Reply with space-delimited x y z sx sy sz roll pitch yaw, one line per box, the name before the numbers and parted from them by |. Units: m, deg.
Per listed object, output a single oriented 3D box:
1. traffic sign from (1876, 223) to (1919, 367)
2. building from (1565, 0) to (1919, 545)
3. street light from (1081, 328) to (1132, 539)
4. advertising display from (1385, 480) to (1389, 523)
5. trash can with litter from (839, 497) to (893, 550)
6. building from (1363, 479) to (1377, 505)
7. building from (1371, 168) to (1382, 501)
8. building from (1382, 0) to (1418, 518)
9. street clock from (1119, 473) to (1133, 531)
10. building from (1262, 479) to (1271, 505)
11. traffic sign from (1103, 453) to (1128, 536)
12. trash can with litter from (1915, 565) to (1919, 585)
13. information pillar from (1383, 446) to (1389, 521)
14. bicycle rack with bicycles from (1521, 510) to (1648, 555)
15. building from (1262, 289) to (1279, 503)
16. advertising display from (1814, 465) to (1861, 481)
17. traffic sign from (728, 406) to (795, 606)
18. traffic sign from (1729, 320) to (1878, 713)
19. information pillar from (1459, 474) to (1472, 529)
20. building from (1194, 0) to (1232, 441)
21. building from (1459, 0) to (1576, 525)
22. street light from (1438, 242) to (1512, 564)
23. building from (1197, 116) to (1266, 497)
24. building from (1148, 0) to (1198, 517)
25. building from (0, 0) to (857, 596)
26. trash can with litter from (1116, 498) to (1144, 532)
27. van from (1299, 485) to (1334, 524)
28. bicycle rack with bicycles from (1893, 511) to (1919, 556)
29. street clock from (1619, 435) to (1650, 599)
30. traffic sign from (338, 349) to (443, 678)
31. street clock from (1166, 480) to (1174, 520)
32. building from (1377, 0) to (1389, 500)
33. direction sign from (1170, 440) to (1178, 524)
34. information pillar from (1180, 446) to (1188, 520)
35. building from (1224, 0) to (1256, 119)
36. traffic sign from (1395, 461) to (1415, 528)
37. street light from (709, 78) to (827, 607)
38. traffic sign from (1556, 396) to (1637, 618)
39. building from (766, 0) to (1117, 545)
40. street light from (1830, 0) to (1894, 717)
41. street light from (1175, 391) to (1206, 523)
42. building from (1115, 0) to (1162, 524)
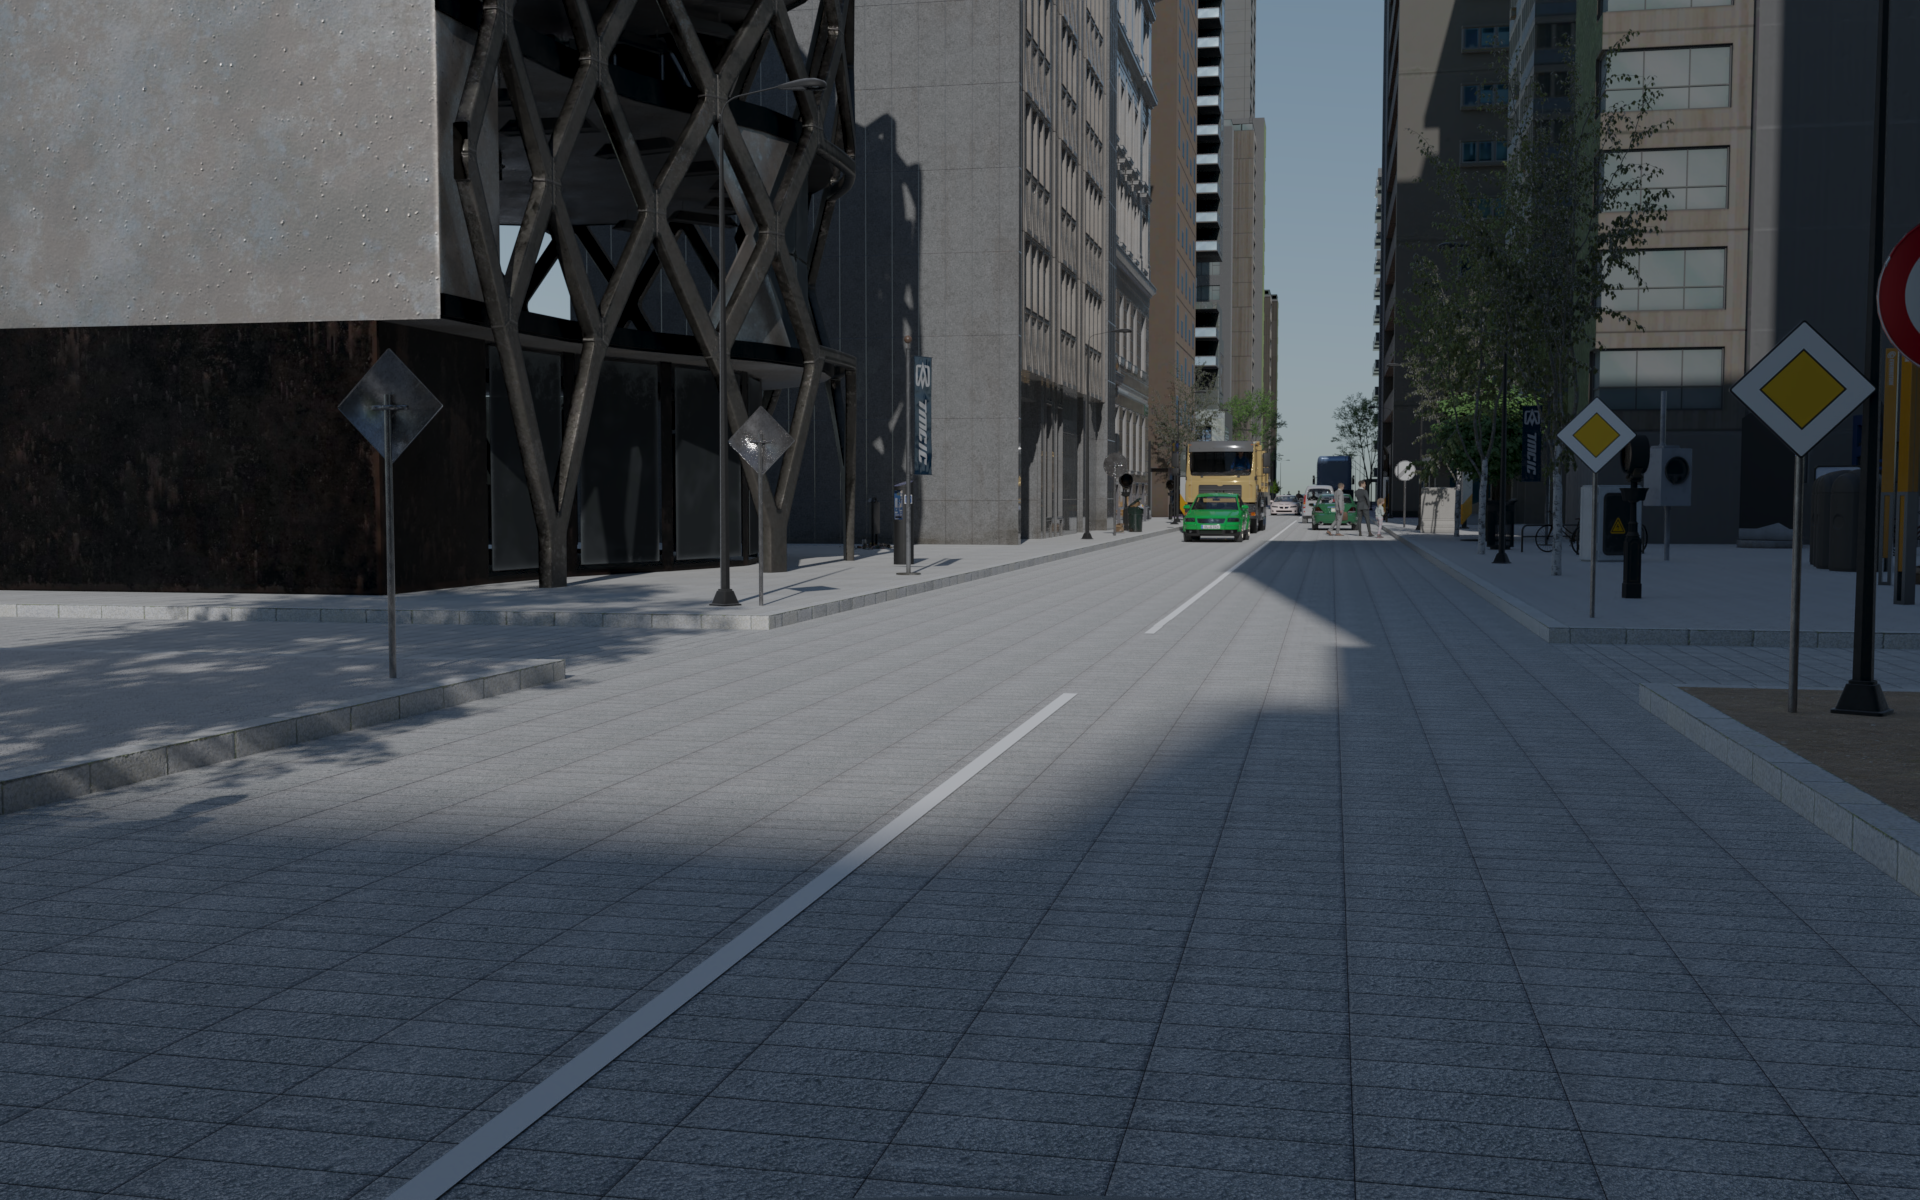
traffic sign | 4.481 -0.466 7.719 0.768 2.556 0.104 1 4 21
building | 24.644 -22.338 48.820 14.154 41.232 14.086 1 4 12
street light | 4.132 -4.665 48.812 1.470 5.913 1.316 1 4 12
advertising display | 19.325 -4.476 78.402 0.123 1.923 0.974 1 4 14
trash can with litter | -2.192 -1.822 40.840 1.678 1.210 2.233 0 4 8
building | 63.638 -31.164 201.405 32.217 40.220 23.993 1 4 12
building | 66.049 -37.236 228.409 23.786 49.044 30.456 1 4 12
building | 36.264 -29.215 101.372 21.300 48.544 21.600 1 4 12
street clock | 5.795 -3.421 60.509 0.471 2.002 0.358 0 4 -7
building | 20.368 -31.362 204.656 32.217 40.220 23.993 1 4 12
traffic sign | 4.752 -3.244 53.139 0.768 2.556 0.104 1 4 21
trash can with litter | 13.819 -0.788 24.276 0.624 1.170 1.055 -2 4 -34
information pillar | 20.636 -5.661 83.913 0.183 3.616 0.504 -1 4 -11
bicycle rack with bicycles | 13.724 -1.480 37.588 2.925 0.926 2.852 -1 4 -20
building | 37.105 -28.784 242.313 14.160 30.474 14.107 1 4 12
advertising display | 19.672 -2.056 38.835 0.974 1.923 0.123 2 4 33
traffic sign | -2.280 -0.990 19.827 0.795 2.450 0.064 1 4 12
traffic sign | 4.887 -0.396 10.110 0.795 2.450 0.064 1 4 12
information pillar | 18.770 -4.453 64.156 0.504 3.616 0.183 -2 4 -28
building | 12.487 -51.037 147.120 22.319 86.520 31.000 1 4 12
building | 37.327 -23.465 75.529 32.217 40.220 23.993 1 4 12
street light | 9.500 -3.637 32.008 1.470 5.913 1.316 1 4 12
building | 24.981 -30.619 184.207 14.154 41.232 14.086 1 4 12
building | 6.403 -27.611 101.546 14.600 45.320 14.200 1 4 12
building | -10.596 -9.973 30.504 16.820 18.784 16.811 1 4 12
trash can with litter | 5.680 -2.875 58.393 1.055 1.170 0.624 0 4 6
van | 17.746 -4.797 85.439 2.013 2.044 4.112 1 4 12
bicycle rack with bicycles | 20.177 -1.442 36.954 2.925 0.926 2.852 -1 4 -11
street clock | 8.280 -1.023 21.295 0.358 2.002 0.471 0 4 5
traffic sign | -3.953 -0.512 12.018 0.795 2.450 0.064 1 4 12
street clock | 10.582 -5.041 86.993 0.471 2.002 0.358 1 4 13
building | 46.671 -37.026 147.375 21.231 58.520 28.212 1 4 12
direction sign | 9.065 -4.960 73.097 0.379 3.537 0.876 2 4 24
information pillar | 10.890 -5.680 84.220 0.183 3.616 0.504 -2 4 -27
building | 29.871 -48.113 224.896 20.563 71.187 20.611 1 4 12
traffic sign | 16.989 -4.039 66.144 0.768 2.556 0.104 1 4 20
street light | -2.172 -2.879 19.620 1.470 5.913 1.316 1 4 12
traffic sign | 6.560 -0.873 17.919 0.795 2.450 0.064 1 4 12
building | -2.334 -14.416 53.718 12.078 24.808 19.932 1 4 12
street light | 4.758 -2.297 10.090 1.470 5.913 1.316 1 4 12
street light | 10.350 -6.446 77.931 1.470 5.913 1.316 1 4 12
building | 0.906 -17.581 73.346 13.634 28.700 20.117 1 4 12
